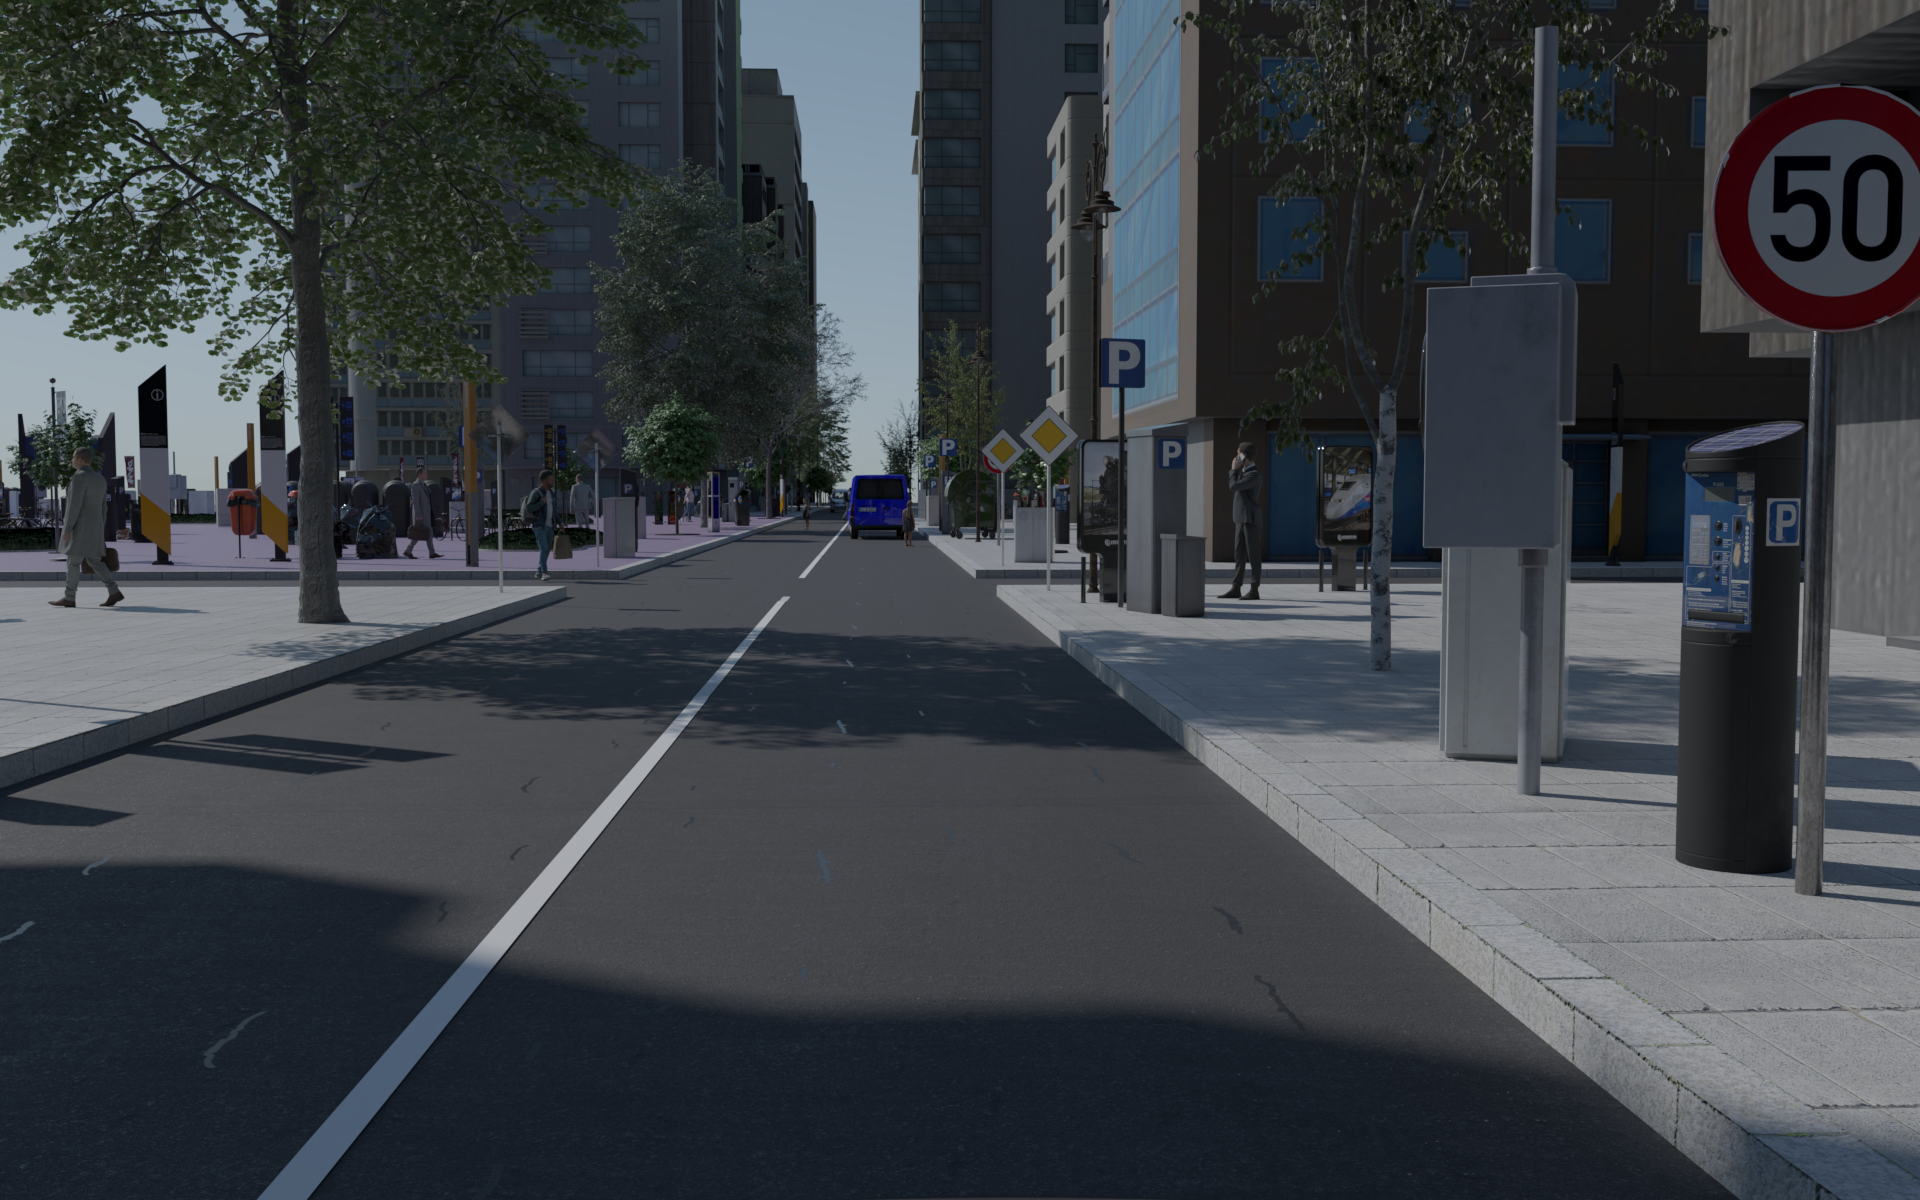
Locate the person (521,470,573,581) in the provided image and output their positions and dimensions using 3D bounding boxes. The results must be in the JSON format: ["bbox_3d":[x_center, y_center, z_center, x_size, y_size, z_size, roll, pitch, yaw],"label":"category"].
[{"bbox_3d":[-6.760,-1.217,28.385,0.713,1.824,0.794,3,5,45],"label":"person"}]

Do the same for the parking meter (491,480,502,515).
[{"bbox_3d":[-20.710,-4.381,77.338,0.255,1.863,0.399,0,4,-4],"label":"parking meter"}]

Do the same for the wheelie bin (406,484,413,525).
[{"bbox_3d":[-17.310,-2.820,54.009,0.980,1.594,0.693,2,4,34],"label":"wheelie bin"}]

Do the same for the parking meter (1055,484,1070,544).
[{"bbox_3d":[2.630,-2.199,44.366,0.372,1.533,0.369,0,3,0],"label":"parking meter"}]

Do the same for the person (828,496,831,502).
[{"bbox_3d":[-18.593,-14.640,246.126,0.721,1.735,1.217,-3,5,-43],"label":"person"}]

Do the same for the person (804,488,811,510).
[{"bbox_3d":[-12.164,-8.051,138.338,0.621,1.740,0.551,0,4,-3],"label":"person"}]

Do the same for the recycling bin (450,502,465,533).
[{"bbox_3d":[-16.318,-2.707,56.814,0.722,1.027,0.722,0,4,-8],"label":"recycling bin"}]

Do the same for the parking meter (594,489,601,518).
[{"bbox_3d":[-19.607,-5.217,93.701,0.372,1.533,0.369,0,3,0],"label":"parking meter"}]

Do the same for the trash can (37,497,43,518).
[{"bbox_3d":[-49.965,-5.020,93.738,0.748,1.137,0.748,0,3,0],"label":"trash can"}]

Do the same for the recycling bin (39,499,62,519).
[{"bbox_3d":[-47.321,-4.738,90.021,0.722,1.027,0.722,2,4,30],"label":"recycling bin"}]

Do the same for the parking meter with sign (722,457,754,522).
[{"bbox_3d":[-10.165,-5.051,78.847,1.738,3.016,0.543,3,5,41],"label":"parking meter with sign"}]

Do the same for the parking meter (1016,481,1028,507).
[{"bbox_3d":[2.414,-3.763,67.243,0.399,1.863,0.255,-2,4,-30],"label":"parking meter"}]

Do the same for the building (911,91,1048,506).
[{"bbox_3d":[8.389,-38.746,222.737,28.713,52.752,27.495,0,4,-3],"label":"building"}]

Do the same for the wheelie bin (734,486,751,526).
[{"bbox_3d":[-8.771,-3.792,69.900,0.693,1.594,0.980,-1,4,-13],"label":"wheelie bin"}]

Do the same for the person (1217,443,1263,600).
[{"bbox_3d":[3.422,-0.953,20.994,0.474,1.900,0.648,0,4,-6],"label":"person"}]

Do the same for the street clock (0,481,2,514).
[{"bbox_3d":[-51.956,-5.450,93.683,0.358,2.002,0.471,3,5,42],"label":"street clock"}]

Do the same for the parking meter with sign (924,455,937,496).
[{"bbox_3d":[-1.029,-4.982,77.709,0.543,3.016,1.738,1,4,22],"label":"parking meter with sign"}]

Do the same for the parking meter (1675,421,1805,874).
[{"bbox_3d":[2.689,0.149,5.978,0.372,1.533,0.369,0,3,0],"label":"parking meter"}]

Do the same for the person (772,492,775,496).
[{"bbox_3d":[-13.265,-7.110,125.476,0.799,1.438,0.628,-2,4,-34],"label":"person"}]

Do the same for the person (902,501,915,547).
[{"bbox_3d":[-1.399,-2.087,47.291,0.362,1.253,0.373,2,4,30],"label":"person"}]

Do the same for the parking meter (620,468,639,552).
[{"bbox_3d":[-7.292,-1.990,38.241,0.399,1.863,0.255,0,4,-3],"label":"parking meter"}]

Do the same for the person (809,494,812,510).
[{"bbox_3d":[-12.255,-8.205,140.636,0.568,1.767,0.683,1,4,18],"label":"person"}]

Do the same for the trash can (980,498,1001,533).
[{"bbox_3d":[0.987,-2.821,57.782,0.748,1.137,0.748,0,3,0],"label":"trash can"}]

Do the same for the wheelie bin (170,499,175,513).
[{"bbox_3d":[-37.435,-4.512,81.674,0.693,1.594,0.980,0,4,-4],"label":"wheelie bin"}]

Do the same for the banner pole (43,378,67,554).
[{"bbox_3d":[-19.316,-2.884,37.166,0.863,3.779,0.401,3,5,40],"label":"banner pole"}]

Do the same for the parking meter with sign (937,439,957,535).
[{"bbox_3d":[-0.346,-3.613,55.331,0.543,3.016,1.738,0,4,2],"label":"parking meter with sign"}]

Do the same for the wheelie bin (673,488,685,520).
[{"bbox_3d":[-14.199,-4.828,86.844,0.693,1.594,0.980,-3,5,-42],"label":"wheelie bin"}]

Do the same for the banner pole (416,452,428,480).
[{"bbox_3d":[-32.159,-6.961,103.821,0.863,3.779,0.401,-2,4,-34],"label":"banner pole"}]

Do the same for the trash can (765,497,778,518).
[{"bbox_3d":[-10.202,-5.019,93.721,0.748,1.137,0.748,0,3,0],"label":"trash can"}]

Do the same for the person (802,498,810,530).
[{"bbox_3d":[-6.219,-3.464,69.802,0.373,1.253,0.362,-2,4,-31],"label":"person"}]

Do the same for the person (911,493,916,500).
[{"bbox_3d":[-5.078,-10.447,177.540,1.217,1.739,0.721,1,4,21],"label":"person"}]

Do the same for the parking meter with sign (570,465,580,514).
[{"bbox_3d":[-23.131,-6.587,103.957,0.543,3.016,1.738,-1,4,-22],"label":"parking meter with sign"}]

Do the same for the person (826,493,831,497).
[{"bbox_3d":[-19.122,-15.223,254.872,1.348,1.831,0.705,2,4,25],"label":"person"}]

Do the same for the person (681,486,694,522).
[{"bbox_3d":[-12.486,-4.430,79.139,0.598,1.740,0.731,0,4,8],"label":"person"}]

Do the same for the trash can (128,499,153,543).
[{"bbox_3d":[-21.545,-2.081,45.685,0.748,1.137,0.748,0,3,0],"label":"trash can"}]

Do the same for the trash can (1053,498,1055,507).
[{"bbox_3d":[3.493,-3.276,65.217,0.748,1.137,0.748,0,3,0],"label":"trash can"}]

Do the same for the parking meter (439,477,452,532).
[{"bbox_3d":[-17.414,-3.238,58.656,0.255,1.863,0.399,2,4,30],"label":"parking meter"}]

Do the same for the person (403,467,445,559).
[{"bbox_3d":[-10.622,-1.720,34.274,0.767,1.812,0.694,0,4,-3],"label":"person"}]

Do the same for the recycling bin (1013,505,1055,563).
[{"bbox_3d":[1.406,-1.229,32.649,0.722,1.027,0.722,0,4,6],"label":"recycling bin"}]

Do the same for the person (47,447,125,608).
[{"bbox_3d":[-9.935,-0.826,19.643,0.767,1.812,0.694,0,4,2],"label":"person"}]

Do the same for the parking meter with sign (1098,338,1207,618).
[{"bbox_3d":[2.115,-1.375,18.738,0.543,3.016,1.738,-1,4,-21],"label":"parking meter with sign"}]

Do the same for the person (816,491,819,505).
[{"bbox_3d":[-15.973,-11.491,194.635,0.721,1.736,1.217,-1,4,-18],"label":"person"}]

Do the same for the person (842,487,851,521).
[{"bbox_3d":[-5.901,-5.126,92.590,0.850,1.792,0.678,0,4,-2],"label":"person"}]

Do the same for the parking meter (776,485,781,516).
[{"bbox_3d":[-10.501,-5.812,100.734,0.399,1.863,0.255,0,4,6],"label":"parking meter"}]

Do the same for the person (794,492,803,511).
[{"bbox_3d":[-12.044,-7.303,128.704,1.065,1.426,0.557,3,5,40],"label":"person"}]

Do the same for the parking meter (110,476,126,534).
[{"bbox_3d":[-26.543,-2.990,54.606,0.255,1.863,0.399,1,4,16],"label":"parking meter"}]

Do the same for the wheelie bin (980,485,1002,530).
[{"bbox_3d":[0.995,-3.260,61.216,0.980,1.594,0.693,-2,4,-26],"label":"wheelie bin"}]

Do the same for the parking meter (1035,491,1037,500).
[{"bbox_3d":[3.908,-4.740,85.905,0.372,1.533,0.369,0,3,0],"label":"parking meter"}]

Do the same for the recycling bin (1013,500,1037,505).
[{"bbox_3d":[2.668,-3.572,70.950,0.722,1.027,0.722,3,5,44],"label":"recycling bin"}]

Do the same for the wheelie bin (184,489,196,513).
[{"bbox_3d":[-44.044,-5.583,99.188,0.980,1.594,0.693,0,4,2],"label":"wheelie bin"}]

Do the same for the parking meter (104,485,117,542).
[{"bbox_3d":[-22.941,-2.339,46.646,0.372,1.533,0.369,0,3,0],"label":"parking meter"}]

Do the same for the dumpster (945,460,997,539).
[{"bbox_3d":[0.348,-2.900,49.913,1.502,2.255,1.985,0,4,-3],"label":"dumpster"}]

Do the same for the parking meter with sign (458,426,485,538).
[{"bbox_3d":[-12.212,-2.887,43.466,0.543,3.016,1.738,-1,4,-20],"label":"parking meter with sign"}]

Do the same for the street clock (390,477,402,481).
[{"bbox_3d":[-24.404,-4.308,74.999,0.471,2.002,0.358,-3,5,-43],"label":"street clock"}]

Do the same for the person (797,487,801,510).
[{"bbox_3d":[-12.950,-8.125,138.878,0.705,1.826,1.348,0,4,5],"label":"person"}]

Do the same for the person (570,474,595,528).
[{"bbox_3d":[-9.999,-2.426,45.813,0.635,1.810,0.391,-3,5,-42],"label":"person"}]

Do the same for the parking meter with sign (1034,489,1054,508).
[{"bbox_3d":[3.133,-4.114,63.525,0.543,3.016,1.738,1,4,16],"label":"parking meter with sign"}]
